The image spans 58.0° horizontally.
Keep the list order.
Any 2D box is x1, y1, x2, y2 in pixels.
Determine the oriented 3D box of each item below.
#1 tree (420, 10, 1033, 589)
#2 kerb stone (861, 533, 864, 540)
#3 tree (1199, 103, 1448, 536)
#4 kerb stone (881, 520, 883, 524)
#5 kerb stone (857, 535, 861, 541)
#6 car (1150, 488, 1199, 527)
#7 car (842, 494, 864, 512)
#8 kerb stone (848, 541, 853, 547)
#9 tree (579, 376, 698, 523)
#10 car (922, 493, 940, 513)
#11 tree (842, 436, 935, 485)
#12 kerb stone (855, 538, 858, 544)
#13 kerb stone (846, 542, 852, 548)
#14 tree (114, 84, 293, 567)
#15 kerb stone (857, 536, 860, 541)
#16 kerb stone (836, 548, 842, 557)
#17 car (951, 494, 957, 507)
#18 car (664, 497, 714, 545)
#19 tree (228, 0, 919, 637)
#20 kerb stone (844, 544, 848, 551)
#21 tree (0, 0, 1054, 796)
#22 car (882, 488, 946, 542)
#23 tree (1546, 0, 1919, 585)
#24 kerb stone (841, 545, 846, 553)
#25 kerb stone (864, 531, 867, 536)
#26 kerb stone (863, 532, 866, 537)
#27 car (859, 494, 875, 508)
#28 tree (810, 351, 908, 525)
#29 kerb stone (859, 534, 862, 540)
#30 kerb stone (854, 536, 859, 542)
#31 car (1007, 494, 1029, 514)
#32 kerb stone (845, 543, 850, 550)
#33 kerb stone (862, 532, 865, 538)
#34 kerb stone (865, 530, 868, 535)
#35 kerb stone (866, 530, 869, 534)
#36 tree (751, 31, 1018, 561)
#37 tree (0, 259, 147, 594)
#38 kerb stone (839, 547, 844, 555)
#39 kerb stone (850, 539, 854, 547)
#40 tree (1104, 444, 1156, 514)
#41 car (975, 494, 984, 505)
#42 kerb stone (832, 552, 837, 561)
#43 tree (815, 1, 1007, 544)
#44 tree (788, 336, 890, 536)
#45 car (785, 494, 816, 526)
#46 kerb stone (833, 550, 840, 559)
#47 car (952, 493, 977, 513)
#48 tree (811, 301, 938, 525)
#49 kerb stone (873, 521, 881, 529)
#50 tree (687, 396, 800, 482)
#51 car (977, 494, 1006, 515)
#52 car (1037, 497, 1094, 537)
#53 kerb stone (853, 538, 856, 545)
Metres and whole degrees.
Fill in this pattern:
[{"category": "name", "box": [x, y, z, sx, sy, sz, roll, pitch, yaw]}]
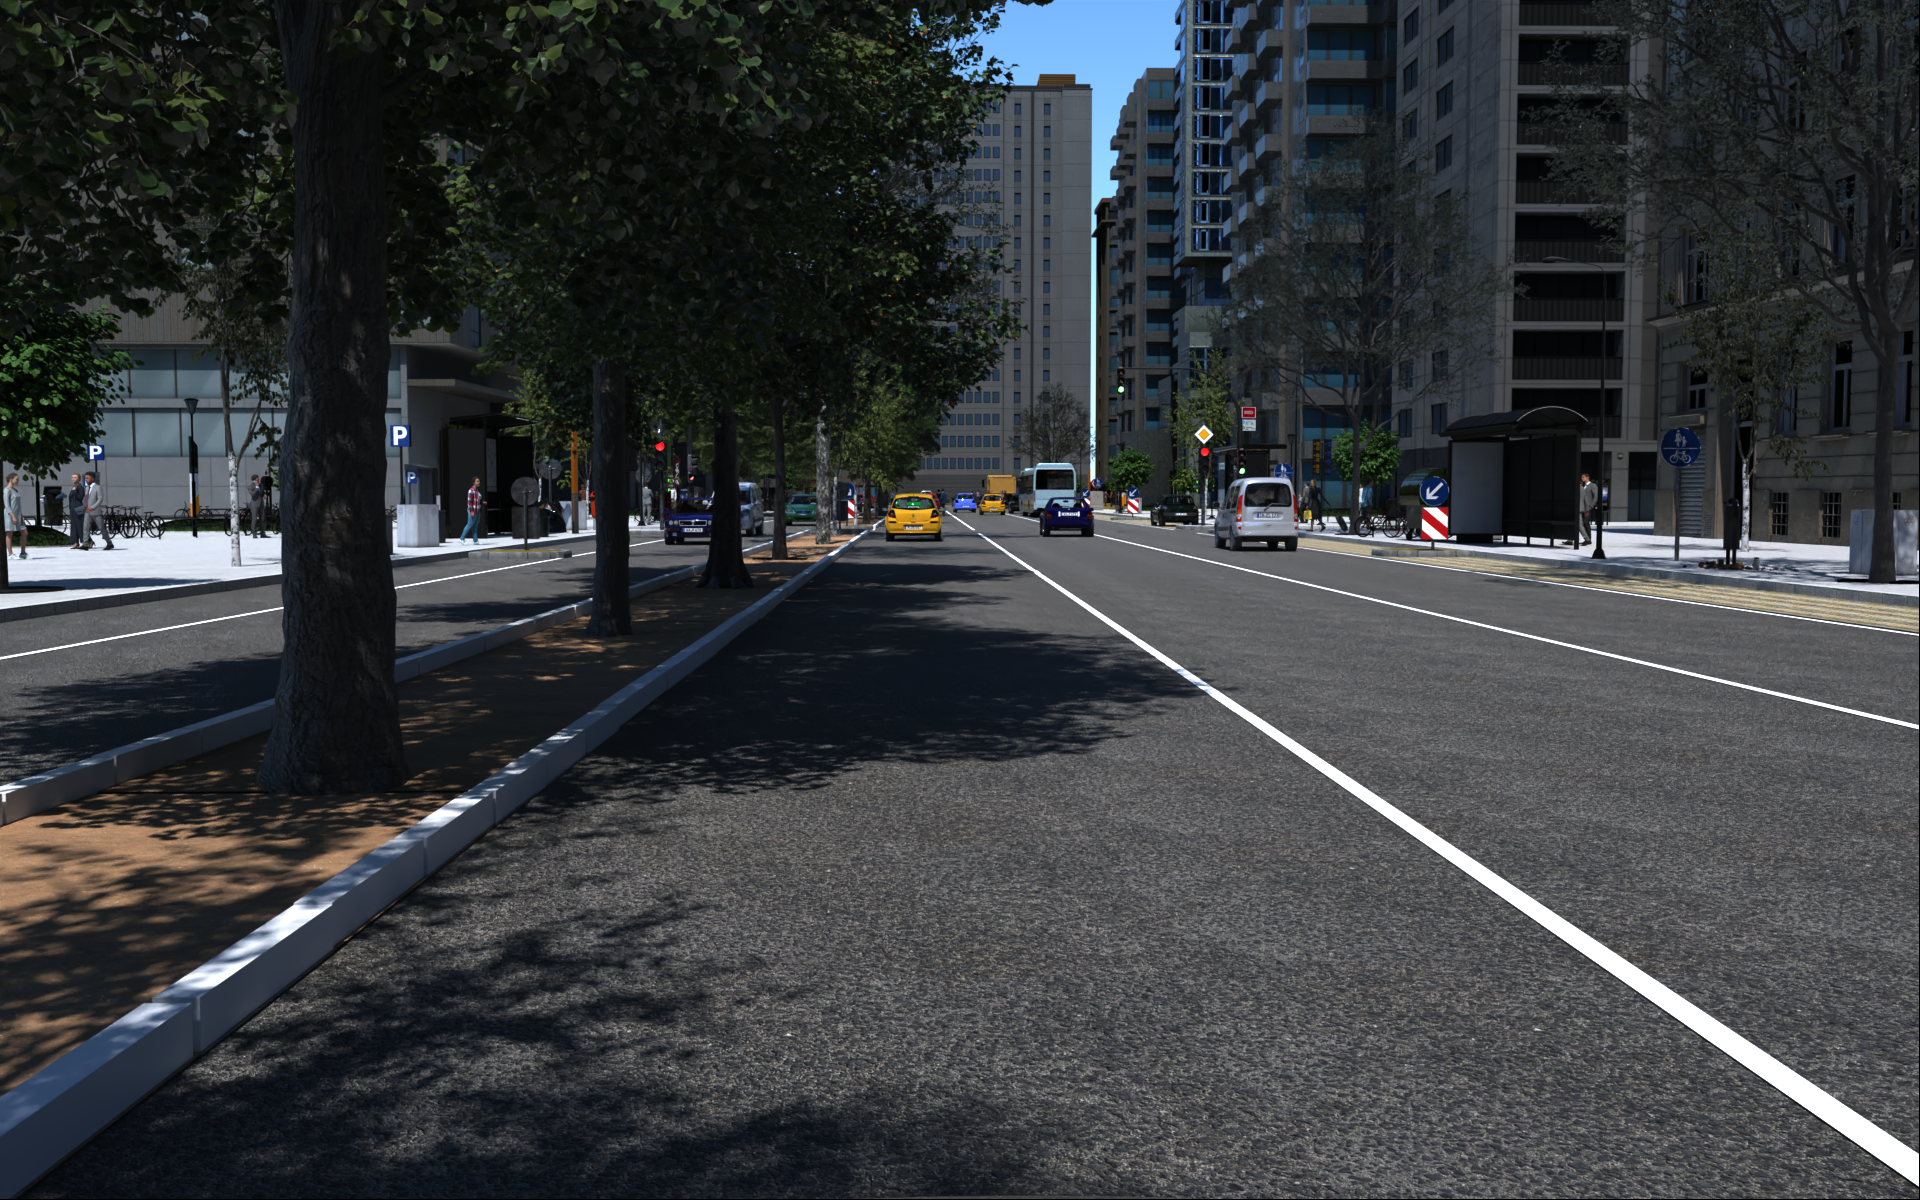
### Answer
[{"category": "tree", "box": [-3.577, -6.528, 26.193, 9.611, 12.733, 9.660, 0, 3, 0]}, {"category": "kerb stone", "box": [-3.101, -1.887, 53.045, 0.120, 0.150, 1.000, 0, 4, -1]}, {"category": "tree", "box": [12.472, -8.776, 53.850, 12.009, 13.543, 11.850, 0, 3, 0]}, {"category": "kerb stone", "box": [-3.674, -3.427, 78.232, 0.120, 0.150, 1.000, 0, 4, -1]}, {"category": "kerb stone", "box": [-3.060, -1.759, 51.002, 0.120, 0.150, 1.000, 0, 4, -1]}, {"category": "car", "box": [9.545, -4.124, 77.206, 2.009, 1.686, 4.222, 0, 4, -1]}, {"category": "car", "box": [-8.721, -7.912, 139.155, 2.009, 1.686, 4.222, 0, 4, -3]}, {"category": "kerb stone", "box": [-2.921, -1.382, 44.859, 0.120, 0.150, 1.000, 0, 4, -1]}, {"category": "tree", "box": [-13.532, -7.580, 74.290, 4.737, 8.622, 4.395, 0, 3, 0]}, {"category": "car", "box": [-2.316, -7.034, 124.047, 2.155, 1.783, 4.494, 0, 3, 0]}, {"category": "tree", "box": [-5.954, -11.755, 129.066, 8.767, 10.594, 7.601, 0, 4, -1]}, {"category": "kerb stone", "box": [-2.985, -1.572, 47.927, 0.120, 0.150, 1.000, 0, 4, -1]}, {"category": "kerb stone", "box": [-2.889, -1.324, 43.836, 0.120, 0.150, 1.000, 0, 4, -1]}, {"category": "tree", "box": [-12.571, -4.895, 30.388, 4.360, 8.622, 3.978, 0, 3, 0]}, {"category": "kerb stone", "box": [-3.035, -1.699, 49.975, 0.120, 0.150, 1.000, 0, 4, -1]}, {"category": "kerb stone", "box": [-2.774, -1.008, 38.711, 0.120, 0.150, 1.000, 0, 4, -1]}, {"category": "car", "box": [0.066, -11.056, 192.566, 2.131, 1.459, 4.920, 0, 4, -2]}, {"category": "car", "box": [-7.551, -2.304, 50.245, 1.945, 1.354, 3.894, 0, 4, -3]}, {"category": "tree", "box": [-3.647, -5.931, 17.561, 7.486, 12.596, 7.792, 0, 3, 0]}, {"category": "kerb stone", "box": [-2.849, -1.198, 41.790, 0.120, 0.150, 1.000, 0, 4, -1]}, {"category": "tree", "box": [-3.086, -6.060, 8.187, 9.857, 13.997, 8.962, 0, 3, 0]}, {"category": "car", "box": [-1.423, -2.655, 53.634, 2.015, 1.641, 3.980, 0, 4, -1]}, {"category": "tree", "box": [13.315, -6.995, 24.739, 12.009, 13.543, 11.850, 0, 3, 0]}, {"category": "kerb stone", "box": [-2.826, -1.136, 40.762, 0.120, 0.150, 1.000, 0, 4, -1]}, {"category": "kerb stone", "box": [-3.176, -2.068, 56.122, 0.120, 0.150, 1.000, 0, 4, -1]}, {"category": "kerb stone", "box": [-3.146, -2.012, 55.091, 0.120, 0.150, 1.000, 0, 4, -1]}, {"category": "car", "box": [-9.634, -10.168, 175.293, 2.155, 1.783, 4.494, 0, 4, 1]}, {"category": "tree", "box": [-4.430, -7.396, 73.743, 4.737, 8.622, 4.395, 0, 3, 0]}, {"category": "kerb stone", "box": [-3.082, -1.819, 52.024, 0.120, 0.150, 1.000, 0, 4, -1]}, {"category": "kerb stone", "box": [-3.013, -1.637, 48.953, 0.120, 0.150, 1.000, 0, 4, -1]}, {"category": "car", "box": [4.499, -7.214, 127.733, 2.009, 1.686, 4.222, 0, 4, -1]}, {"category": "kerb stone", "box": [-2.873, -1.257, 42.814, 0.120, 0.150, 1.000, 0, 4, -1]}, {"category": "kerb stone", "box": [-3.125, -1.949, 54.067, 0.120, 0.150, 1.000, 0, 4, -1]}, {"category": "kerb stone", "box": [-3.195, -2.138, 57.153, 0.120, 0.150, 1.000, 0, 4, -1]}, {"category": "kerb stone", "box": [-3.225, -2.199, 58.181, 0.120, 0.150, 1.000, 0, 4, -1]}, {"category": "tree", "box": [-3.875, -7.598, 37.055, 12.009, 13.543, 11.850, 0, 3, 0]}, {"category": "tree", "box": [-12.566, -2.391, 22.799, 4.285, 4.588, 4.351, 0, 3, 0]}, {"category": "kerb stone", "box": [-2.802, -1.073, 39.741, 0.120, 0.150, 1.000, 0, 4, -1]}, {"category": "kerb stone", "box": [-2.946, -1.449, 45.883, 0.120, 0.150, 1.000, 0, 4, -1]}, {"category": "tree", "box": [11.074, -7.884, 112.624, 4.285, 4.588, 4.351, 0, 3, 0]}, {"category": "car", "box": [2.966, -12.874, 220.279, 2.009, 1.686, 4.222, 0, 3, 0]}, {"category": "kerb stone", "box": [-2.735, -0.879, 36.658, 0.120, 0.150, 1.000, 0, 4, -1]}, {"category": "tree", "box": [-5.121, -11.684, 49.379, 12.611, 20.169, 13.585, 0, 3, 0]}, {"category": "tree", "box": [-4.275, -6.484, 58.834, 4.360, 8.622, 3.978, 0, 3, 0]}, {"category": "car", "box": [-7.105, -4.138, 79.456, 2.131, 1.459, 4.920, 0, 4, -3]}, {"category": "kerb stone", "box": [-2.753, -0.947, 37.686, 0.120, 0.150, 1.000, 0, 4, -1]}, {"category": "car", "box": [0.340, -7.673, 135.038, 1.945, 1.707, 3.694, 0, 4, -3]}, {"category": "tree", "box": [-4.295, -9.349, 81.074, 9.928, 11.665, 9.643, 0, 3, 0]}, {"category": "kerb stone", "box": [-3.602, -3.240, 75.163, 0.120, 0.150, 1.000, 0, 4, -1]}, {"category": "tree", "box": [-14.736, -11.122, 116.253, 8.767, 10.594, 7.601, 0, 4, 6]}, {"category": "car", "box": [2.209, -6.665, 119.197, 2.015, 1.641, 3.980, 0, 4, -1]}, {"category": "car", "box": [3.625, -2.851, 59.197, 1.945, 1.354, 3.894, 0, 4, 0]}, {"category": "kerb stone", "box": [-2.959, -1.511, 46.905, 0.120, 0.150, 1.000, 0, 4, -1]}]
